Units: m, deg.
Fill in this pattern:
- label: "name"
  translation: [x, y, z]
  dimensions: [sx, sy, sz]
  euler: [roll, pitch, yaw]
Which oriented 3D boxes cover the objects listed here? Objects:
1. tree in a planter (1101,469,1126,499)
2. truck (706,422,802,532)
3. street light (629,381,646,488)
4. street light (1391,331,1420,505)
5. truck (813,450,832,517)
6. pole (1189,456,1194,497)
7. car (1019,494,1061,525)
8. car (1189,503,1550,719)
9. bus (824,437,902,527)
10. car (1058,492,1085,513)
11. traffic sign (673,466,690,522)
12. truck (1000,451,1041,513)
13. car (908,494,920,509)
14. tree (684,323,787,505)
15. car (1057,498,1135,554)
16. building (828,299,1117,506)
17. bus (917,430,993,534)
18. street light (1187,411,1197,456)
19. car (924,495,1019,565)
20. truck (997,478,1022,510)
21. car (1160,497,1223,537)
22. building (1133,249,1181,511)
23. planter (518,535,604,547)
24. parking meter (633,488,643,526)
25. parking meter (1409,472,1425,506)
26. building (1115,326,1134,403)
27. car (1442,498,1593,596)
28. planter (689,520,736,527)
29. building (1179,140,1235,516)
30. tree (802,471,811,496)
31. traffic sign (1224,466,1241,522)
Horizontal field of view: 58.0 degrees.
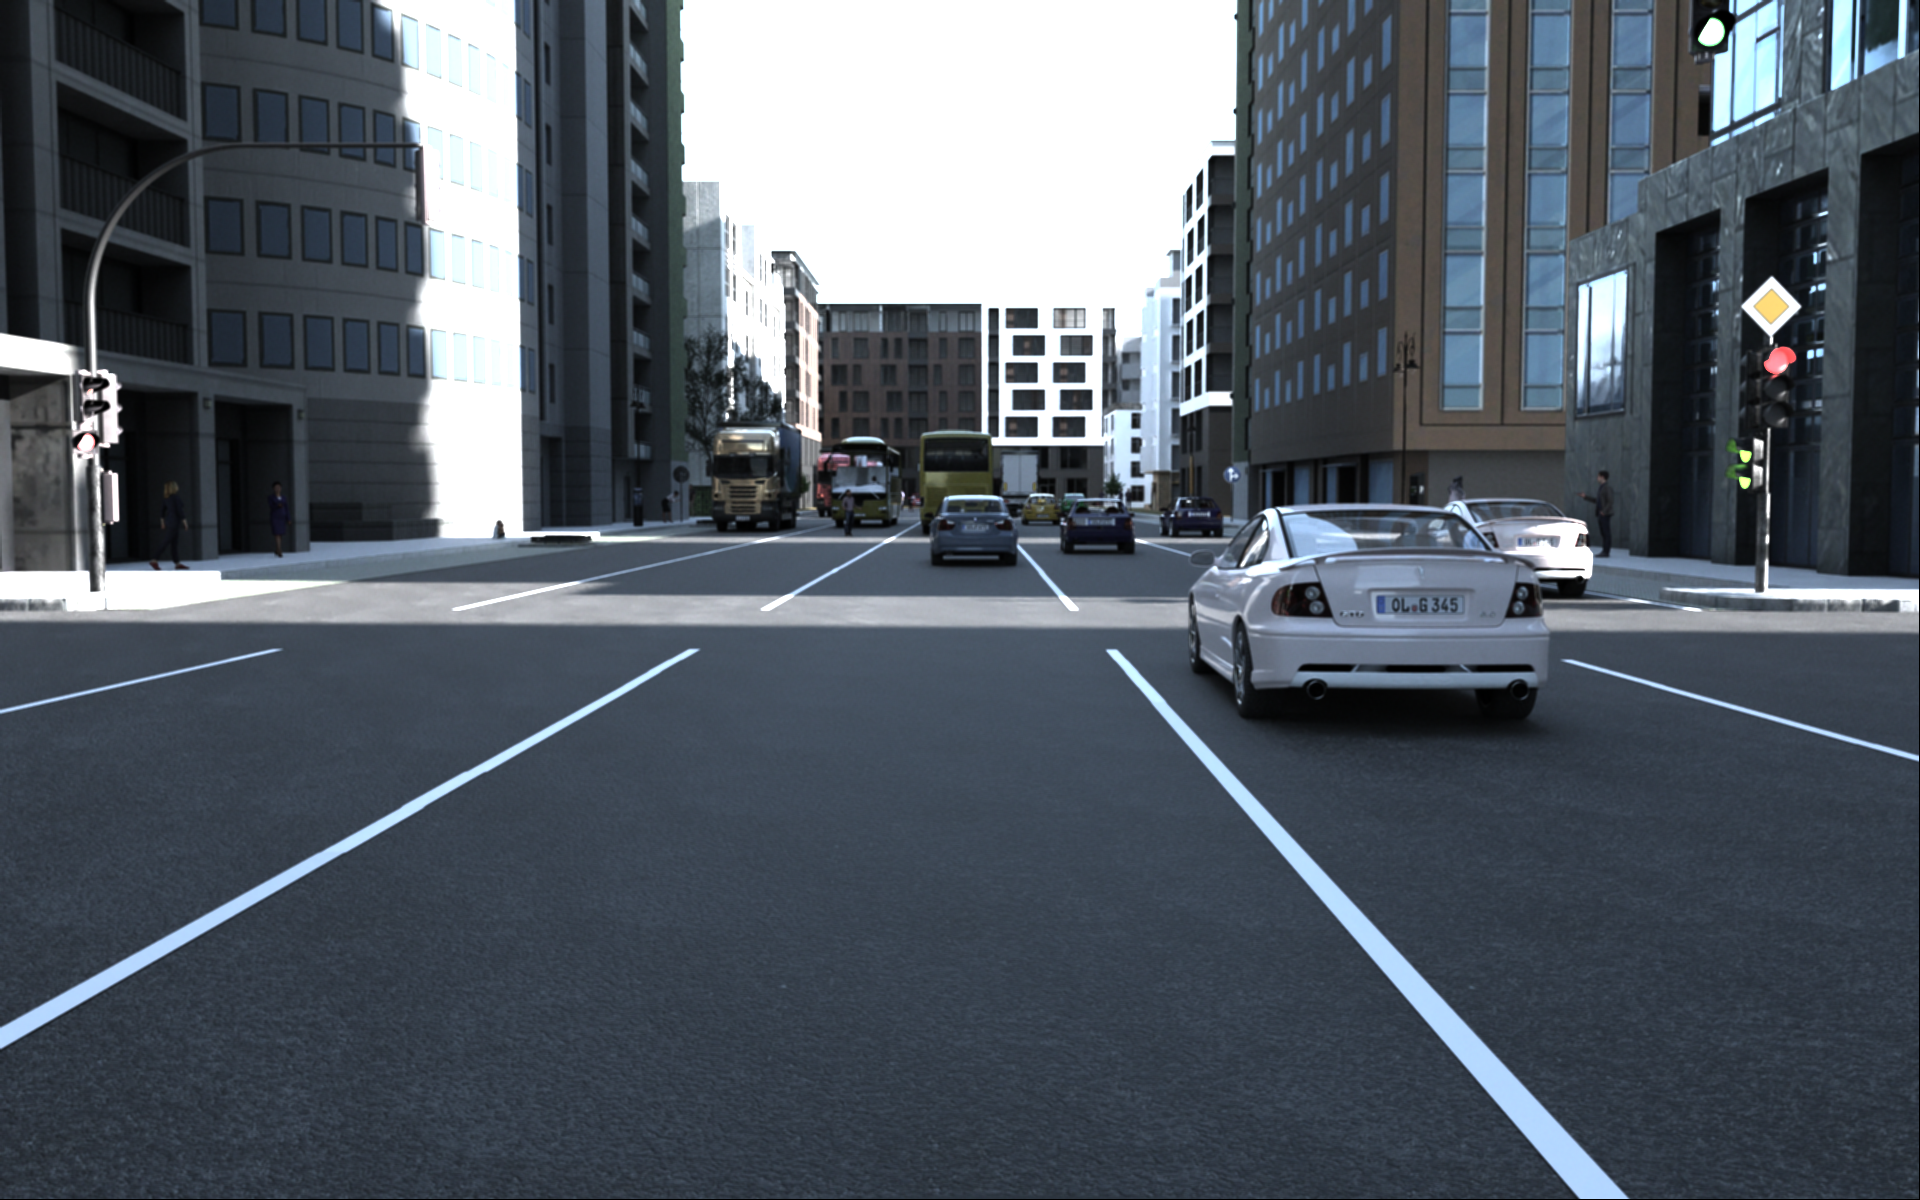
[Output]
- label: "tree in a planter"
  translation: [11.098, -7.826, 125.174]
  dimensions: [1.991, 3.239, 1.994]
  euler: [0, 4, 0]
- label: "truck"
  translation: [-8.074, -4.918, 69.327]
  dimensions: [2.839, 4.237, 11.283]
  euler: [0, 3, 0]
- label: "street light"
  translation: [-13.108, -5.984, 70.622]
  dimensions: [0.468, 5.910, 1.993]
  euler: [0, 4, 0]
- label: "street light"
  translation: [12.658, -4.681, 49.325]
  dimensions: [0.468, 5.910, 1.993]
  euler: [0, 4, 0]
- label: "truck"
  translation: [-7.565, -7.480, 111.214]
  dimensions: [2.839, 4.237, 11.283]
  euler: [0, 4, 1]
- label: "pole"
  translation: [12.415, -6.060, 92.923]
  dimensions: [0.158, 3.312, 0.155]
  euler: [0, 3, 0]
- label: "car"
  translation: [3.778, -4.336, 81.117]
  dimensions: [2.015, 1.641, 3.980]
  euler: [0, 4, 0]
- label: "car"
  translation: [2.744, -0.004, 12.422]
  dimensions: [2.083, 1.381, 4.827]
  euler: [0, 4, 1]
- label: "bus"
  translation: [-4.175, -5.317, 78.482]
  dimensions: [2.896, 3.916, 12.252]
  euler: [0, 4, 1]
- label: "car"
  translation: [7.548, -6.510, 115.241]
  dimensions: [1.959, 1.807, 4.718]
  euler: [0, 4, 1]
- label: "traffic sign"
  translation: [-12.630, -4.793, 78.470]
  dimensions: [0.768, 2.556, 0.104]
  euler: [0, 4, 8]
- label: "truck"
  translation: [4.108, -7.901, 118.092]
  dimensions: [2.839, 4.237, 11.283]
  euler: [0, 4, 2]
- label: "car"
  translation: [-4.104, -9.948, 171.697]
  dimensions: [2.155, 1.783, 4.494]
  euler: [0, 4, -1]
- label: "tree"
  translation: [-13.240, -9.749, 93.814]
  dimensions: [8.767, 10.594, 7.601]
  euler: [1, 4, 8]
- label: "car"
  translation: [3.379, -1.857, 42.938]
  dimensions: [1.945, 1.354, 3.894]
  euler: [0, 4, 2]
- label: "building"
  translation: [0.215, -21.505, 195.583]
  dimensions: [32.646, 21.610, 27.936]
  euler: [0, 4, 0]
- label: "bus"
  translation: [-0.224, -4.533, 65.663]
  dimensions: [2.896, 3.916, 12.252]
  euler: [0, 4, -1]
- label: "street light"
  translation: [12.934, -7.590, 96.887]
  dimensions: [0.468, 5.910, 1.993]
  euler: [0, 4, 0]
- label: "car"
  translation: [0.254, -1.477, 36.147]
  dimensions: [2.014, 1.417, 4.499]
  euler: [0, 4, -1]
- label: "truck"
  translation: [4.381, -8.748, 131.937]
  dimensions: [2.839, 4.237, 11.283]
  euler: [0, 4, 0]
- label: "car"
  translation: [7.811, -2.818, 58.657]
  dimensions: [1.945, 1.354, 3.894]
  euler: [0, 4, -1]
- label: "building"
  translation: [22.728, -17.294, 139.174]
  dimensions: [16.016, 20.091, 11.380]
  euler: [0, 4, 0]
- label: "planter"
  translation: [-10.836, -1.602, 47.328]
  dimensions: [1.991, 0.319, 1.994]
  euler: [0, 4, 0]
- label: "parking meter"
  translation: [-12.793, -3.696, 68.844]
  dimensions: [0.372, 1.533, 0.369]
  euler: [0, 3, 0]
- label: "parking meter"
  translation: [12.340, -2.511, 46.765]
  dimensions: [0.399, 1.863, 0.255]
  euler: [-3, 5, -41]
- label: "building"
  translation: [22.597, -20.411, 190.133]
  dimensions: [11.380, 20.091, 16.016]
  euler: [0, 4, 0]
- label: "car"
  translation: [7.858, -0.814, 25.668]
  dimensions: [2.083, 1.381, 4.827]
  euler: [0, 4, 2]
- label: "planter"
  translation: [-10.649, -3.317, 75.366]
  dimensions: [1.991, 0.319, 1.994]
  euler: [0, 4, 0]
- label: "building"
  translation: [28.473, -16.665, 116.444]
  dimensions: [27.936, 21.610, 32.646]
  euler: [0, 4, 0]
- label: "tree"
  translation: [-13.228, -9.170, 144.530]
  dimensions: [1.663, 3.219, 1.824]
  euler: [0, 3, 0]
- label: "traffic sign"
  translation: [12.477, -4.852, 79.437]
  dimensions: [0.768, 2.556, 0.104]
  euler: [0, 4, 7]
